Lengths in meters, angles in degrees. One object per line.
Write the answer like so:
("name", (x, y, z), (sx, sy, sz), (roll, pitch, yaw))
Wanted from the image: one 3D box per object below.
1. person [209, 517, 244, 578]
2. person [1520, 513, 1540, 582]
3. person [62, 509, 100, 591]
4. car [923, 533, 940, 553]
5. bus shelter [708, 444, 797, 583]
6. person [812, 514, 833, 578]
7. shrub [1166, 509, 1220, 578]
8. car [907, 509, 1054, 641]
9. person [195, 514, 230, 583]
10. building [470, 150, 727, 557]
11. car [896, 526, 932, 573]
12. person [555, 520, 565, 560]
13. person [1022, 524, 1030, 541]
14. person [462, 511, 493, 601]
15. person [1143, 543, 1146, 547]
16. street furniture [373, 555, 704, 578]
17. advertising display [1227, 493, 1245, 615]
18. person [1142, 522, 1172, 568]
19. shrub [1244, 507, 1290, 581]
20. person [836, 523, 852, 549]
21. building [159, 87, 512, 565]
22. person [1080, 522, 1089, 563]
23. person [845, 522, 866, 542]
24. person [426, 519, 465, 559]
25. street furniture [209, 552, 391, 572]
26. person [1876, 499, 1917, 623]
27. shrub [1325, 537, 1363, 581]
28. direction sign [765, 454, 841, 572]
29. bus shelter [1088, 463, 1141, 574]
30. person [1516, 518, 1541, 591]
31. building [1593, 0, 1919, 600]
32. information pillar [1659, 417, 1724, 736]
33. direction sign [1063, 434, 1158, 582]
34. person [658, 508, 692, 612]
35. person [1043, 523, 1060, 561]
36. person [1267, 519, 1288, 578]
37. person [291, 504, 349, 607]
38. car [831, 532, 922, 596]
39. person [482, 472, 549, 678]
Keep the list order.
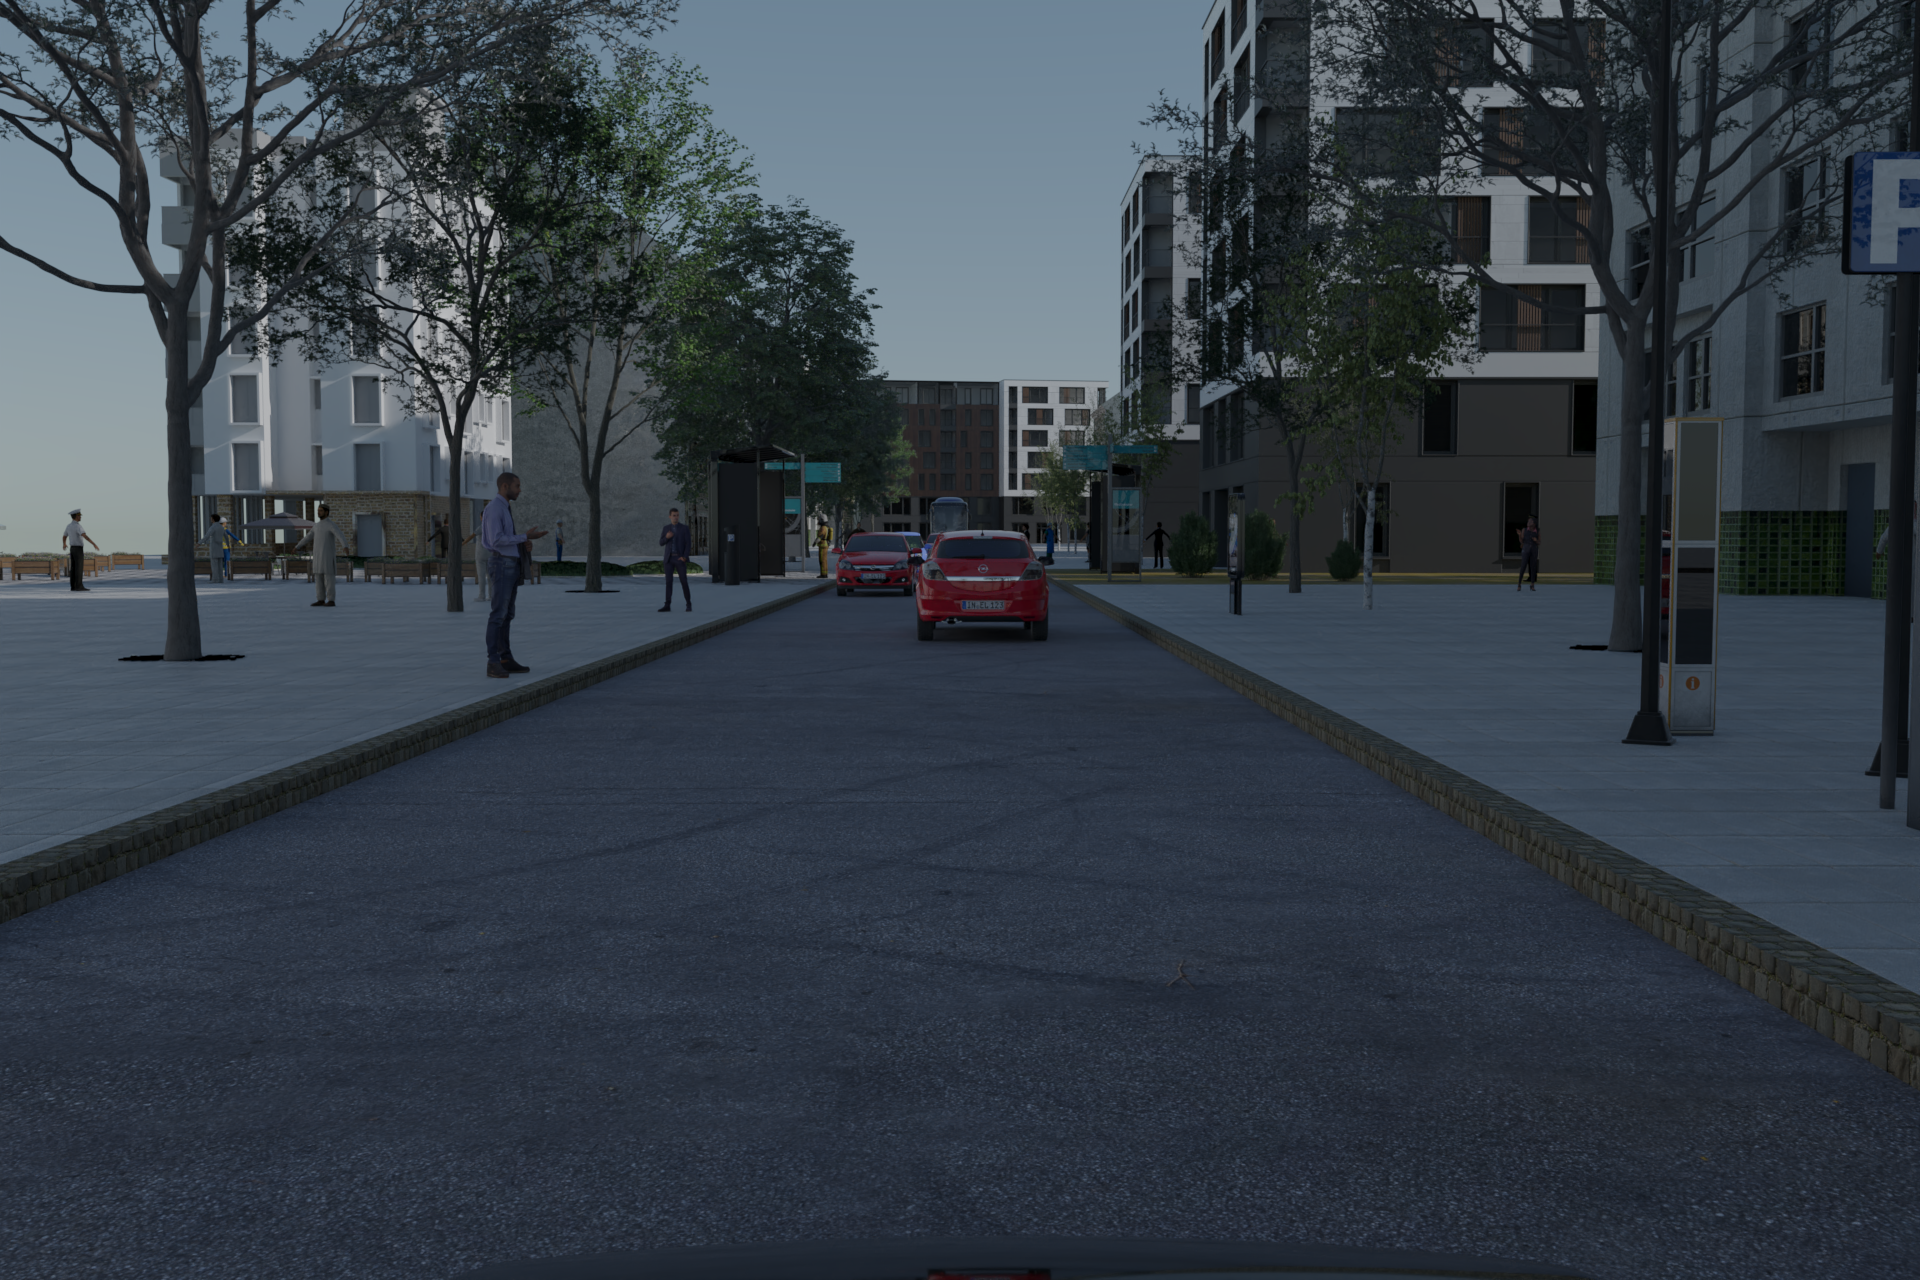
("person", (-21.690, -2.733, 51.151), (1.216, 1.772, 0.721), (1, 4, 17))
("person", (15.347, -2.482, 46.518), (0.705, 1.837, 1.347), (0, 4, 3))
("person", (-19.857, -2.031, 38.991), (1.343, 1.855, 0.704), (2, 4, 33))
("car", (-0.809, -4.436, 81.572), (2.155, 1.783, 4.494), (0, 3, 0))
("bus shelter", (-5.728, -3.497, 48.454), (1.731, 3.624, 6.357), (0, 4, 1))
("person", (-4.004, -2.725, 50.321), (0.705, 1.858, 1.354), (1, 4, 11))
("shrub", (6.845, -2.844, 50.914), (1.690, 2.028, 1.600), (0, 3, 0))
("car", (0.300, -0.962, 24.773), (2.155, 1.783, 4.494), (0, 3, 0))
("person", (-19.401, -2.381, 45.118), (0.705, 1.806, 1.347), (1, 4, 12))
("building", (-24.836, -16.883, 106.966), (19.493, 23.208, 18.063), (0, 4, 0))
("car", (-1.880, -2.885, 56.768), (1.945, 1.707, 3.694), (0, 4, 1))
("person", (-15.530, -3.758, 67.293), (0.705, 1.847, 1.347), (-1, 4, -20))
("person", (2.362, -3.325, 63.009), (0.705, 1.806, 1.347), (0, 4, 0))
("person", (-9.138, -1.613, 33.151), (0.721, 1.739, 1.217), (2, 4, 34))
("person", (7.592, -3.913, 73.248), (0.599, 1.433, 0.991), (-1, 4, -21))
("street furniture", (-13.221, -2.338, 53.846), (10.072, 0.657, 5.734), (0, 4, 2))
("advertising display", (4.416, -1.376, 27.708), (0.123, 1.923, 0.974), (0, 4, 0))
("person", (7.387, -3.544, 64.670), (1.216, 1.740, 0.721), (-1, 4, -19))
("shrub", (8.272, -2.668, 48.040), (1.690, 2.028, 1.600), (0, 3, 0))
("person", (-5.483, -4.737, 83.580), (0.705, 1.813, 1.348), (2, 4, 35))
("building", (-27.703, -13.319, 74.184), (16.016, 20.090, 11.380), (0, 4, 1))
("person", (5.814, -4.392, 77.952), (0.704, 1.843, 1.345), (2, 4, 33))
("person", (-4.452, -4.309, 76.587), (1.346, 1.812, 0.704), (-1, 4, -17))
("person", (-17.698, -3.270, 59.687), (1.346, 1.802, 0.704), (-1, 4, -21))
("street furniture", (-23.985, -2.920, 63.372), (5.734, 0.657, 10.072), (1, 4, 13))
("person", (13.737, -1.159, 25.089), (0.704, 1.811, 1.347), (-1, 4, -14))
("shrub", (10.432, -2.197, 47.034), (1.383, 1.207, 1.383), (0, 3, 0))
("direction sign", (-5.244, -4.256, 58.348), (2.525, 3.948, 1.411), (0, 4, 0))
("bus shelter", (5.040, -4.101, 58.328), (1.731, 3.624, 6.357), (0, 4, 1))
("person", (12.803, -1.924, 38.978), (0.593, 1.643, 0.415), (-2, 4, -30))
("building", (24.560, -9.890, 28.166), (16.747, 18.905, 31.486), (0, 4, 0))
("information pillar", (4.645, -0.403, 11.078), (0.304, 2.012, 0.304), (0, 4, 1))
("direction sign", (4.004, -3.491, 45.843), (2.525, 3.948, 1.411), (0, 4, 1))
("person", (-4.707, -1.324, 28.606), (0.541, 1.710, 0.530), (1, 4, 21))
("person", (4.255, -4.610, 81.506), (0.704, 1.817, 1.347), (3, 4, 38))
("person", (9.144, -2.668, 50.424), (1.217, 1.733, 0.721), (-3, 5, -42))
("person", (-11.290, -1.506, 30.710), (1.344, 1.819, 0.704), (2, 4, 26))
("car", (-1.961, -1.977, 41.362), (2.155, 1.783, 4.494), (0, 4, 0))
("person", (-4.007, -0.599, 15.700), (0.599, 1.838, 0.709), (0, 4, -5))
